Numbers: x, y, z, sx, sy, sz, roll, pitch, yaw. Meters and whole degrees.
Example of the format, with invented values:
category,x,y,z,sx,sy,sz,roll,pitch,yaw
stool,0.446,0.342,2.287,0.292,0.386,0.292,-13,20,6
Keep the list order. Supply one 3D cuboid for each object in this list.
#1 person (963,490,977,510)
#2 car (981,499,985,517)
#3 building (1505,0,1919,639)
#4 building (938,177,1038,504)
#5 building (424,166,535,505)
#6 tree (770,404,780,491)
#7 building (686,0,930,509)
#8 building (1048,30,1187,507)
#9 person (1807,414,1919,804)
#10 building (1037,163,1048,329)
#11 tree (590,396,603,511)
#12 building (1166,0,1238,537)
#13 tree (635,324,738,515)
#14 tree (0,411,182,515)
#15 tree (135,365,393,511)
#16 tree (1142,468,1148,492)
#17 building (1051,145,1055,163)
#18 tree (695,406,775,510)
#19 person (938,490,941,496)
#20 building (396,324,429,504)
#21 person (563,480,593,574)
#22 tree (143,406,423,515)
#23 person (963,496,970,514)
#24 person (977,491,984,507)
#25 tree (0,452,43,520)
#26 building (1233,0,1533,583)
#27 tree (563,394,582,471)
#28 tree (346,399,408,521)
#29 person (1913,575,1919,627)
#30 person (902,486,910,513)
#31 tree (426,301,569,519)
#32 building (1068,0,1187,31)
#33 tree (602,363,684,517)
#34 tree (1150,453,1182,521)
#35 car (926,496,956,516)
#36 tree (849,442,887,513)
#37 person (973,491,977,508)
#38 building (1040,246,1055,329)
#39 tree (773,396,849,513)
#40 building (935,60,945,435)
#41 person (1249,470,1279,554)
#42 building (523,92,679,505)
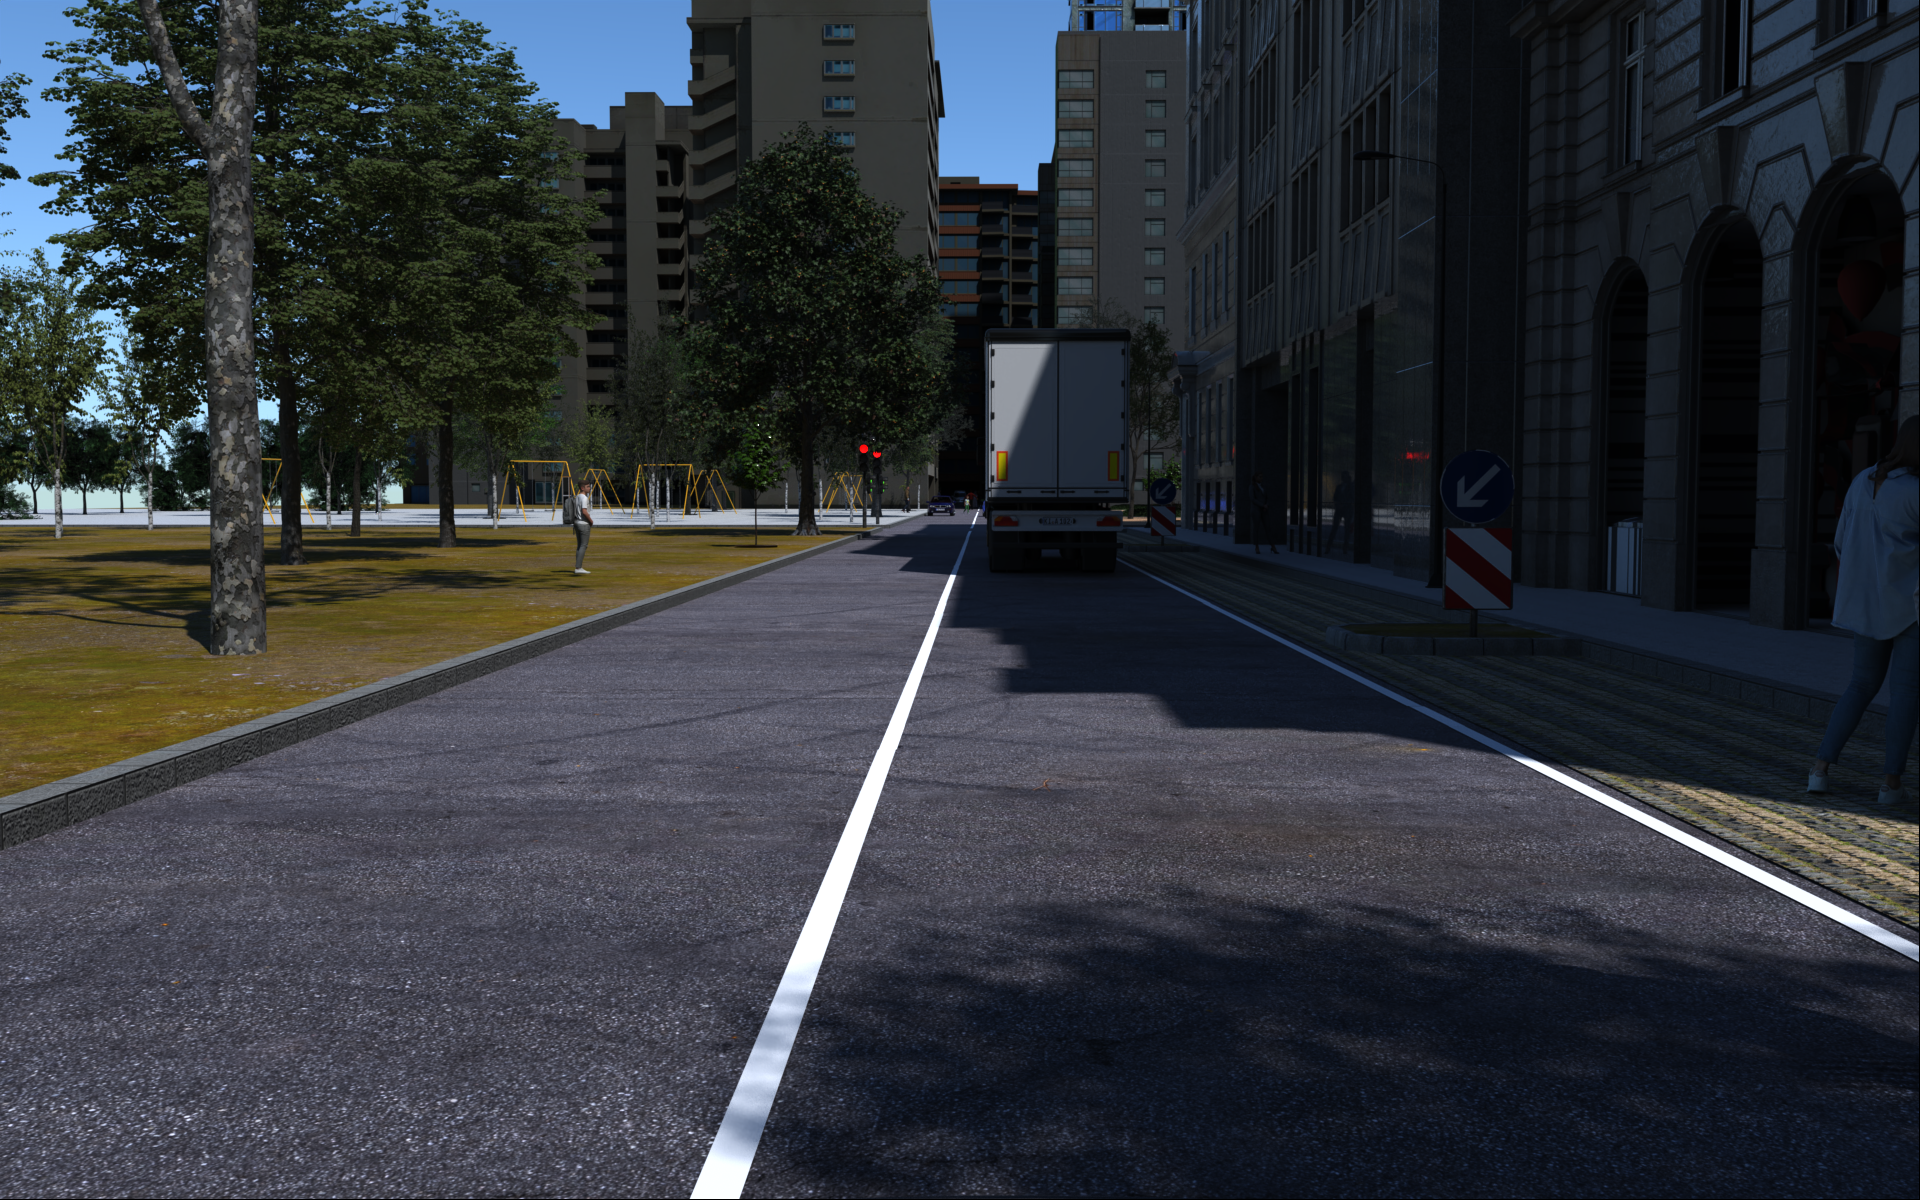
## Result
category,x,y,z,sx,sy,sz,roll,pitch,yaw
person,0.983,-9.153,158.116,1.348,1.831,0.705,-1,4,-8
car,2.304,-6.167,110.427,1.945,1.707,3.694,0,4,-1
building,13.573,-10.414,12.062,13.314,21.916,24.055,0,4,1
building,-1.274,-35.904,241.653,28.867,44.769,22.147,0,4,1
building,-58.152,-32.680,217.912,14.086,41.232,14.154,0,4,1
tree,-6.677,-8.283,85.784,4.360,8.622,3.978,0,3,0
building,-13.263,-32.731,158.851,21.300,48.544,21.600,0,4,1
building,15.544,-28.952,156.956,14.154,41.232,14.086,0,4,1
person,4.276,0.046,8.019,0.793,1.790,0.793,3,4,37
building,16.645,-32.588,216.402,14.154,41.232,14.086,0,4,1
tree,-27.765,-10.938,129.205,4.737,8.622,4.395,0,3,0
building,14.370,-16.422,54.397,13.634,28.700,20.117,0,4,1
tree,-16.477,-10.987,105.385,9.928,11.665,9.643,0,3,0
tree,-57.600,-8.937,109.020,11.467,7.101,20.602,-1,4,-13
tree,-53.209,-14.173,133.555,18.604,14.587,13.155,-1,4,-11
tree,12.531,-7.166,111.770,1.663,3.219,1.824,0,3,0
building,26.965,-40.122,245.239,27.495,52.752,28.713,0,4,1
tree,-19.147,-14.060,140.249,12.009,13.543,11.850,0,3,0
person,-2.066,-10.382,176.731,0.436,1.711,0.756,1,4,23
building,-68.795,-36.089,240.160,14.200,45.320,14.600,0,4,1
person,-6.117,-1.181,27.943,0.503,1.515,0.523,1,4,22
tree,-41.590,-8.974,109.639,11.467,7.101,20.602,0,4,-5
person,0.477,-6.887,125.355,0.590,1.304,0.306,3,5,43
person,2.045,-10.822,185.962,1.217,1.766,0.721,1,4,23
tree,-55.611,-11.118,83.602,13.155,14.587,18.604,3,5,41
building,12.930,-13.217,34.117,12.078,24.808,19.932,0,4,1
tree,-28.677,-10.438,121.025,4.360,8.622,3.978,0,3,0
tree,-27.596,-8.057,82.096,4.737,8.622,4.395,0,3,0
person,2.583,0.264,4.024,0.661,1.843,0.795,2,4,31
person,-3.672,-6.924,119.166,0.656,1.842,0.836,3,5,41
tree,-24.192,-10.023,89.624,9.928,11.665,9.643,0,3,0
building,20.069,-52.949,178.385,22.319,86.520,31.000,0,4,1
tree,-17.012,-8.994,97.419,4.737,8.622,4.395,0,3,0
tree,10.143,-5.332,81.772,1.663,3.219,1.824,0,3,0
car,-1.231,-6.206,114.056,1.945,1.354,3.894,0,4,1
tree,-9.035,-11.508,138.525,4.737,8.622,4.395,0,3,0
person,1.546,-10.001,172.684,0.621,1.740,0.551,0,4,-3
building,16.337,-26.359,202.663,14.160,30.474,14.107,0,4,1
tree,-9.861,-9.508,105.823,4.737,8.622,4.395,0,3,0
building,-15.862,-37.981,210.231,27.495,52.752,28.713,0,4,1
person,6.525,-1.888,37.184,0.573,1.790,0.520,3,5,40
building,-40.368,-36.072,213.478,21.600,48.544,21.300,0,4,1
